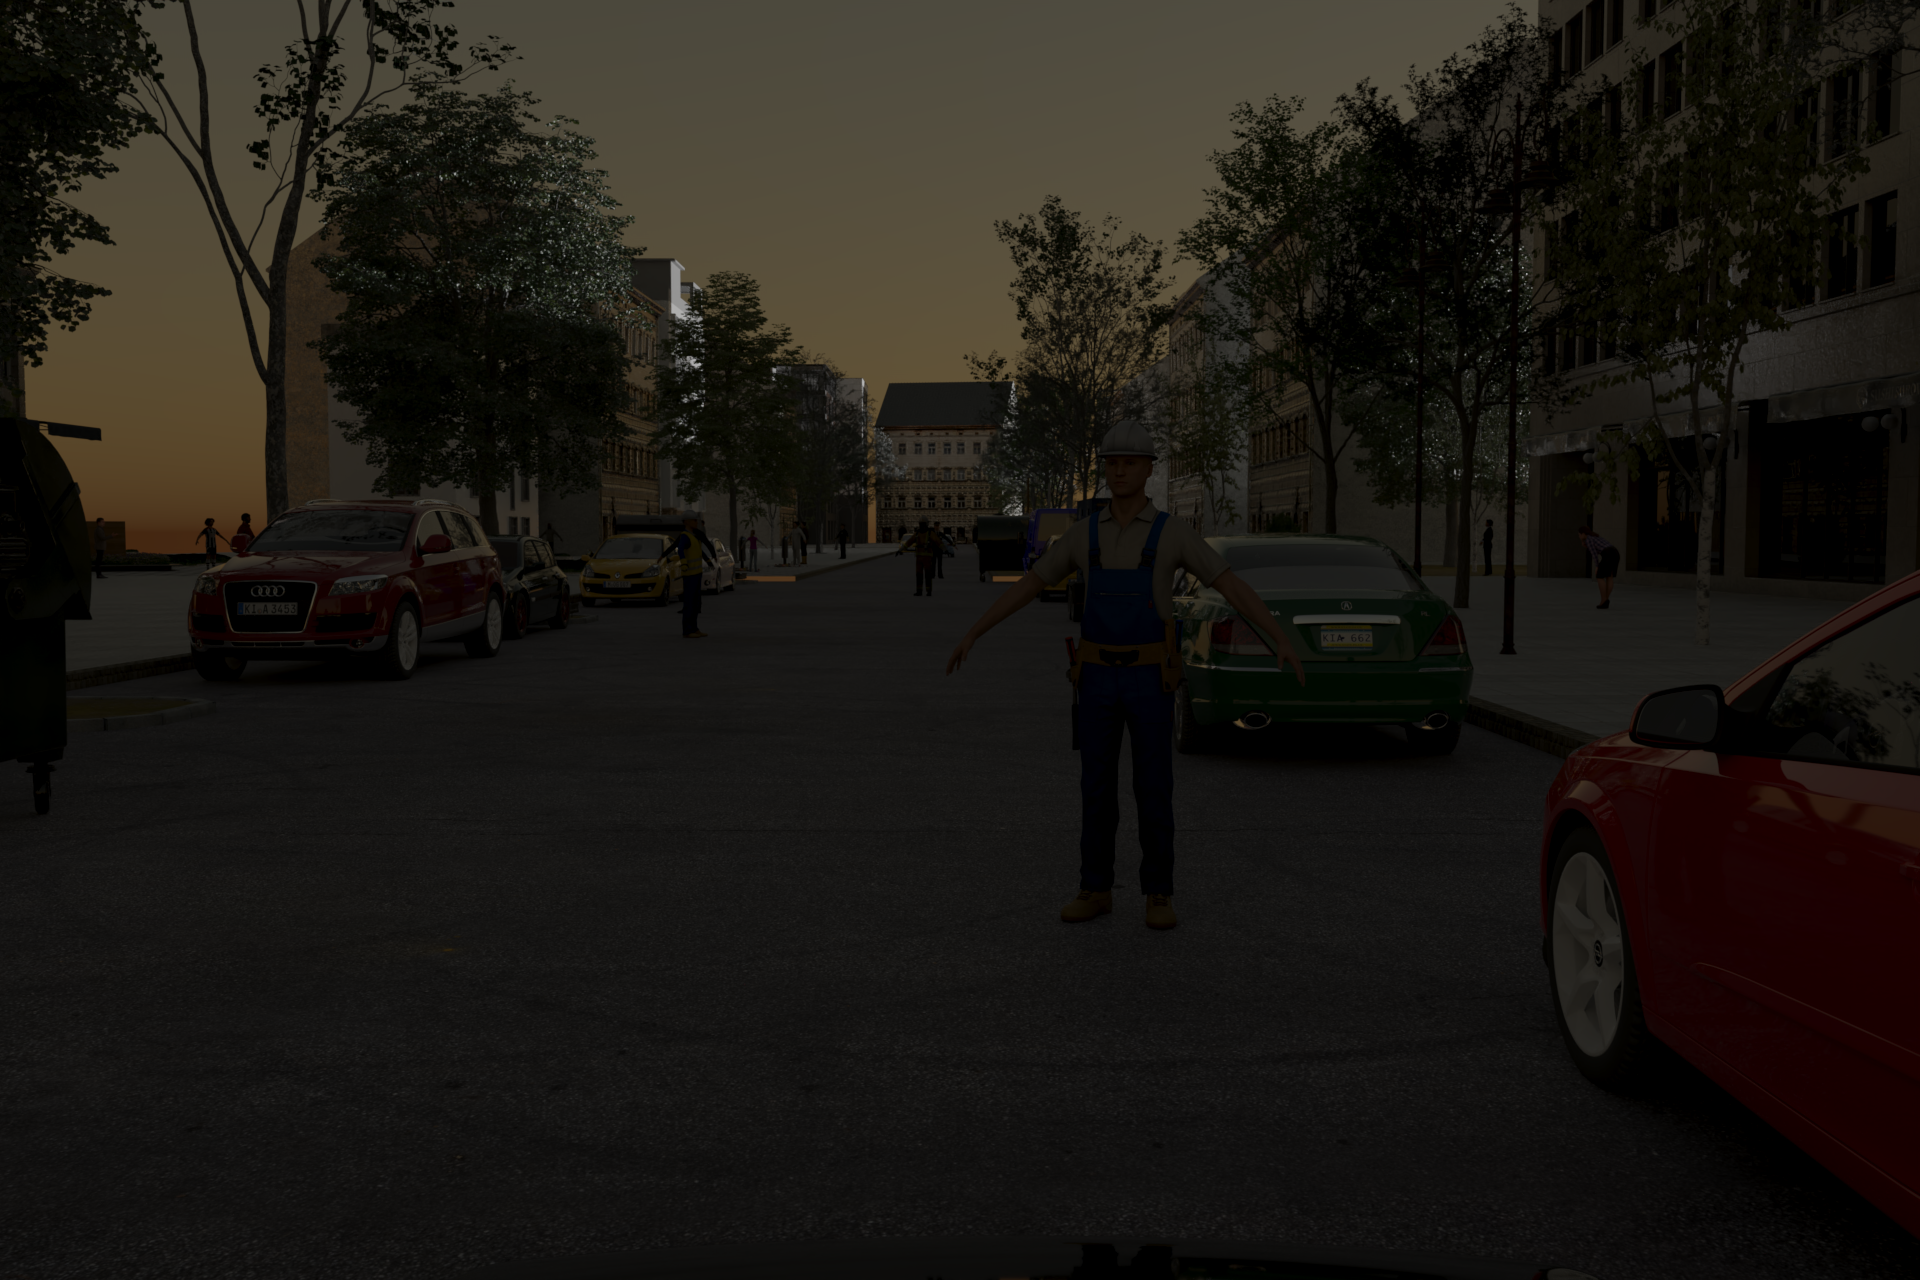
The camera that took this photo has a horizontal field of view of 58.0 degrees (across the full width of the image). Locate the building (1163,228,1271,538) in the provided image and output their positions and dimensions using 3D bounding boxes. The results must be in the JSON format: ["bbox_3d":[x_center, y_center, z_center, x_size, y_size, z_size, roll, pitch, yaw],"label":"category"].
[{"bbox_3d":[23.823,-17.198,112.121,19.493,23.208,18.063,0,4,0],"label":"building"}]

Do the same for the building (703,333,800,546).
[{"bbox_3d":[-28.033,-21.944,189.709,19.493,23.208,18.063,0,3,0],"label":"building"}]

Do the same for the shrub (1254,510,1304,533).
[{"bbox_3d":[10.688,-3.287,57.790,1.661,2.075,1.752,0,3,0],"label":"shrub"}]

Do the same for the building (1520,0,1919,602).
[{"bbox_3d":[26.292,-14.057,32.000,24.374,26.755,37.873,0,3,0],"label":"building"}]

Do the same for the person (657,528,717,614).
[{"bbox_3d":[-4.874,-1.383,31.292,0.704,1.802,1.346,3,5,43],"label":"person"}]

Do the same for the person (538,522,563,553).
[{"bbox_3d":[-18.715,-4.458,79.009,1.348,1.813,0.705,1,4,13],"label":"person"}]

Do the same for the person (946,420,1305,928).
[{"bbox_3d":[0.610,0.117,6.397,1.347,1.847,0.705,1,4,20],"label":"person"}]

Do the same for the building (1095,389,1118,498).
[{"bbox_3d":[22.542,-22.379,222.323,16.016,20.090,11.380,0,4,0],"label":"building"}]

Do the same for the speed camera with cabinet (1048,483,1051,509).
[{"bbox_3d":[3.673,-4.444,66.994,0.660,3.252,2.038,0,3,0],"label":"speed camera with cabinet"}]

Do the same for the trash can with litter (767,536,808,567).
[{"bbox_3d":[-6.737,-3.491,68.141,1.678,1.210,2.233,0,4,1],"label":"trash can with litter"}]

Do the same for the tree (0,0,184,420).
[{"bbox_3d":[-13.025,-6.770,17.344,9.857,13.997,8.962,0,3,0],"label":"tree"}]

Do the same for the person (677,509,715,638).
[{"bbox_3d":[-3.648,-0.923,24.017,0.721,1.772,1.216,1,4,10],"label":"person"}]

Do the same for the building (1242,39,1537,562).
[{"bbox_3d":[25.162,-15.632,86.513,19.493,23.208,18.063,0,4,1],"label":"building"}]

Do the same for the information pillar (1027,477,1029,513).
[{"bbox_3d":[2.822,-4.924,71.854,0.183,3.616,0.504,0,4,1],"label":"information pillar"}]

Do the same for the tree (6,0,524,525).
[{"bbox_3d":[-13.524,-10.776,32.070,12.611,20.169,13.585,0,3,0],"label":"tree"}]

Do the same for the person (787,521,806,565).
[{"bbox_3d":[-6.821,-4.017,71.866,1.347,1.806,0.705,3,5,40],"label":"person"}]

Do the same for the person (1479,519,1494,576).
[{"bbox_3d":[16.177,-2.849,53.307,0.721,1.740,1.216,2,4,29],"label":"person"}]

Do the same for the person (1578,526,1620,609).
[{"bbox_3d":[10.949,-1.250,29.721,0.697,1.427,0.421,3,4,38],"label":"person"}]

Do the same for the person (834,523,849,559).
[{"bbox_3d":[-6.049,-5.083,89.040,0.705,1.837,1.347,-3,4,-37],"label":"person"}]

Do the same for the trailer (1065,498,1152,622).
[{"bbox_3d":[2.516,-1.361,29.298,1.471,1.999,3.904,0,4,-1],"label":"trailer"}]

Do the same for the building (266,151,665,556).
[{"bbox_3d":[-29.697,-16.939,107.877,19.493,23.208,18.063,0,4,1],"label":"building"}]

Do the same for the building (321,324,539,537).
[{"bbox_3d":[-24.699,-8.629,83.236,9.099,9.664,28.070,0,4,0],"label":"building"}]

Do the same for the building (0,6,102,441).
[{"bbox_3d":[-31.976,-18.180,43.360,12.429,33.558,17.177,0,4,0],"label":"building"}]

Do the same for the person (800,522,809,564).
[{"bbox_3d":[-6.655,-4.115,73.419,0.704,1.812,1.346,1,4,16],"label":"person"}]

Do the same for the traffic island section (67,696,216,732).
[{"bbox_3d":[-6.963,0.578,13.415,1.991,0.108,1.994,0,4,0],"label":"traffic island section"}]

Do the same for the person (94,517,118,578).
[{"bbox_3d":[-24.684,-2.662,50.097,0.750,1.759,0.617,-1,4,-13],"label":"person"}]

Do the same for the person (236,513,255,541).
[{"bbox_3d":[-18.064,-2.313,43.922,0.704,1.816,1.345,0,4,2],"label":"person"}]

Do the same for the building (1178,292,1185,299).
[{"bbox_3d":[22.106,-17.115,136.255,16.016,20.090,11.380,0,3,0],"label":"building"}]

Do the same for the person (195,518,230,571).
[{"bbox_3d":[-25.235,-3.195,58.388,0.704,1.843,1.345,2,4,28],"label":"person"}]

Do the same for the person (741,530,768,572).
[{"bbox_3d":[-6.950,-3.007,58.434,0.991,1.433,0.599,1,4,18],"label":"person"}]

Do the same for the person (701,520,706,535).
[{"bbox_3d":[-9.506,-3.514,63.725,0.705,1.796,1.348,-1,4,-12],"label":"person"}]

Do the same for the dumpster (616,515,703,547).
[{"bbox_3d":[-6.704,-1.863,38.682,1.865,1.857,1.264,0,3,0],"label":"dumpster"}]

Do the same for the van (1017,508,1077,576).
[{"bbox_3d":[2.606,-2.392,43.493,2.240,2.365,5.245,0,4,-1],"label":"van"}]

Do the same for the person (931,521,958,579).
[{"bbox_3d":[-0.739,-2.902,55.840,1.347,1.837,0.705,-1,4,-14],"label":"person"}]

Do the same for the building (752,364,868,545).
[{"bbox_3d":[-26.667,-23.268,224.405,27.936,21.610,32.646,0,3,0],"label":"building"}]

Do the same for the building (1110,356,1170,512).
[{"bbox_3d":[26.432,-21.908,189.120,19.493,23.208,18.063,0,4,1],"label":"building"}]

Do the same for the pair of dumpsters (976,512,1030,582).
[{"bbox_3d":[2.691,-2.863,51.758,4.436,2.255,1.574,0,3,0],"label":"pair of dumpsters"}]

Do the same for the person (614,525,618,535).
[{"bbox_3d":[-17.795,-5.140,90.224,0.705,1.806,1.347,-1,4,-20],"label":"person"}]

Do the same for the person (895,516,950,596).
[{"bbox_3d":[-0.846,-1.949,40.086,1.354,1.858,0.705,1,4,21],"label":"person"}]

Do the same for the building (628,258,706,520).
[{"bbox_3d":[-24.571,-16.129,120.129,16.016,20.090,11.380,0,4,0],"label":"building"}]

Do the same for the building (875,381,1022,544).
[{"bbox_3d":[-1.281,-25.393,248.561,18.063,23.208,19.493,1,4,10],"label":"building"}]

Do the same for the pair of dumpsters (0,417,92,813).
[{"bbox_3d":[-6.704,-0.203,8.274,4.436,2.255,1.574,0,4,0],"label":"pair of dumpsters"}]

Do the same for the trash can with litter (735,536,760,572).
[{"bbox_3d":[-7.436,-3.012,60.308,1.678,1.210,2.233,0,4,-1],"label":"trash can with litter"}]
